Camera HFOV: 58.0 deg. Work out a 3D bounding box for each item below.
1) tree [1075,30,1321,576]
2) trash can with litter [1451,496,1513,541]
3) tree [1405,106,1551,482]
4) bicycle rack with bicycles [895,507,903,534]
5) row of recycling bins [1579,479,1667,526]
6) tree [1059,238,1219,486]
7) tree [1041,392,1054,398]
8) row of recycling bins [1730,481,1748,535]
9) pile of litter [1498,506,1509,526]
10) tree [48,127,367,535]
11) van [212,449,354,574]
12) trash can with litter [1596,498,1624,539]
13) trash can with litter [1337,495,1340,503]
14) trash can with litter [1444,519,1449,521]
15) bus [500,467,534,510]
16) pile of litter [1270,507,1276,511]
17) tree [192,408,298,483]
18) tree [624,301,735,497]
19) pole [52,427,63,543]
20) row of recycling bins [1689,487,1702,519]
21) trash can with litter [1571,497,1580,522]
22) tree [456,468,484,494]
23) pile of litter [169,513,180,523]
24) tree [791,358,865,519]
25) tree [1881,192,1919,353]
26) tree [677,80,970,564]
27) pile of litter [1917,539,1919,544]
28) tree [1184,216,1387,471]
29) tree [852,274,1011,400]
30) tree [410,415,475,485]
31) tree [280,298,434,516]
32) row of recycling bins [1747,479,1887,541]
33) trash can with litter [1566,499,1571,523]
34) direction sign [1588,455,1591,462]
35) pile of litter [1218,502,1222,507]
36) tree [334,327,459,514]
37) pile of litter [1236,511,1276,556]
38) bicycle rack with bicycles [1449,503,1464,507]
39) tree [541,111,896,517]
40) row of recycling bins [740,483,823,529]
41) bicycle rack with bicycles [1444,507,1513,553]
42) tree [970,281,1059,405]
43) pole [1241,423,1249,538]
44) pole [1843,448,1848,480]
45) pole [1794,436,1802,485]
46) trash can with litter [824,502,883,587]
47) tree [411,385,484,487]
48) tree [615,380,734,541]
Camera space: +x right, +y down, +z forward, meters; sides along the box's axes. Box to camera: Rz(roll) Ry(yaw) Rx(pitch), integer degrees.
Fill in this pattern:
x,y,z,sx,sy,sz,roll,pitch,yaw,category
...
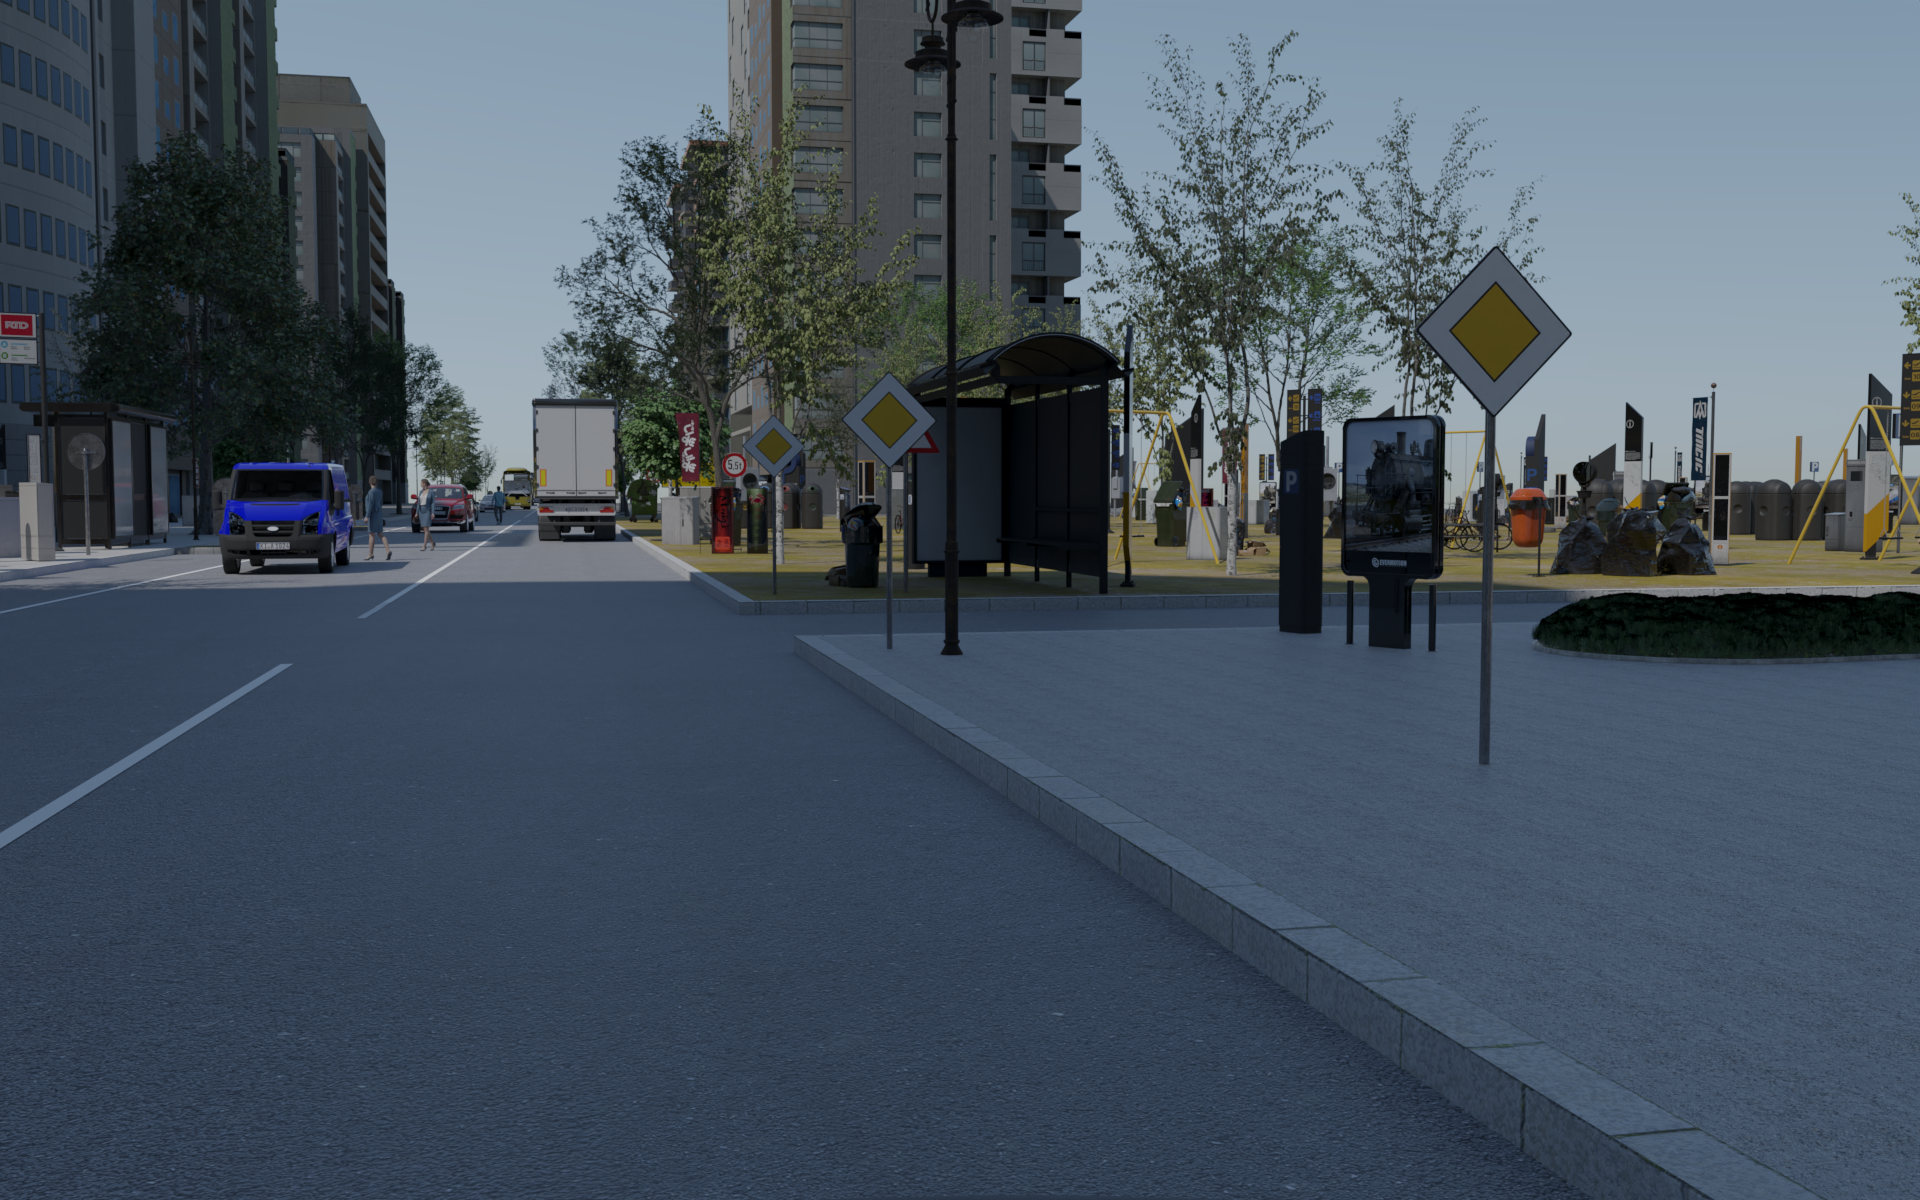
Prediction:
x,y,z,sx,sy,sz,roll,pitch,yaw,category
4.045,-4.687,26.994,4.360,8.622,3.978,0,3,0,tree
14.986,-2.249,47.821,2.233,1.210,1.678,0,4,-6,trash can with litter
8.902,-5.053,32.975,4.360,8.622,3.978,0,3,0,tree
-0.683,-2.531,54.767,2.852,0.926,2.925,-1,4,-14,bicycle rack with bicycles
18.538,-2.505,48.075,3.534,1.692,1.069,-2,4,-34,row of recycling bins
5.586,-6.039,49.100,4.737,8.622,4.395,0,3,0,tree
5.449,-7.378,70.994,4.360,8.622,3.978,0,3,0,tree
25.307,-2.968,55.634,1.069,1.692,3.534,3,4,37,row of recycling bins
22.157,-3.371,69.080,1.719,0.858,1.176,-1,4,-16,pile of litter
-23.713,-8.408,54.482,9.611,12.733,9.660,0,3,0,tree
-12.762,-1.748,32.962,2.240,2.365,5.245,-1,4,-15,van
16.167,-1.954,43.330,0.624,1.170,1.055,3,5,41,trash can with litter
22.101,-5.439,99.985,2.233,1.210,1.678,-2,4,-28,trash can with litter
23.603,-4.385,82.757,2.233,1.210,1.678,3,5,39,trash can with litter
-41.295,-10.388,161.397,2.896,3.916,12.252,-1,4,-15,bus
10.491,-2.586,56.248,1.176,0.858,1.719,3,5,42,pile of litter
-25.969,-4.863,63.220,4.285,4.588,4.351,0,3,0,tree
-10.949,-7.078,66.081,4.360,8.622,3.978,0,3,0,tree
-23.722,-3.162,45.537,0.158,3.312,0.155,0,3,0,pole
38.394,-5.028,89.317,3.534,1.692,1.069,-2,4,-25,row of recycling bins
26.541,-3.773,73.078,1.055,1.170,0.624,0,4,-8,trash can with litter
-58.904,-13.744,208.435,4.285,4.588,4.351,0,3,0,tree
-35.729,-3.879,77.383,1.719,0.858,1.176,-3,5,-41,pile of litter
-6.327,-8.429,88.183,4.360,8.622,3.978,0,3,0,tree
22.937,-5.425,39.064,4.737,8.622,4.395,0,3,0,tree
-3.097,-4.954,31.355,4.737,8.622,4.395,0,3,0,tree
24.925,-1.829,43.876,1.176,0.858,1.719,2,4,24,pile of litter
12.316,-8.576,65.965,9.928,11.665,9.643,0,3,0,tree
-1.301,-9.566,82.157,9.928,11.665,9.643,0,3,0,tree
-48.237,-12.792,159.517,4.737,8.622,4.395,0,3,0,tree
-29.397,-9.020,81.896,7.601,10.594,8.767,0,4,-3,tree
23.840,-2.492,47.853,3.534,1.692,1.069,0,4,-2,row of recycling bins
27.418,-4.070,77.928,0.624,1.170,1.055,-1,4,-21,trash can with litter
36.719,-6.672,101.081,0.379,3.537,0.876,2,4,27,direction sign
14.273,-5.070,96.860,1.719,0.858,1.176,3,5,41,pile of litter
-35.696,-11.229,109.350,9.928,11.665,9.643,0,3,0,tree
6.049,-1.379,36.512,1.176,0.858,1.719,3,5,44,pile of litter
21.719,-3.706,73.969,2.852,0.926,2.925,2,4,35,bicycle rack with bicycles
-5.729,-6.560,41.661,8.767,10.594,7.601,0,4,-4,tree
-6.746,-3.483,64.064,3.534,1.692,1.069,1,4,14,row of recycling bins
10.985,-1.570,39.051,2.925,0.926,2.852,1,4,16,bicycle rack with bicycles
1.012,-6.648,59.061,4.737,8.622,4.395,0,3,0,tree
8.223,-3.436,50.025,0.158,3.312,0.155,0,3,0,pole
39.537,-5.110,77.391,0.158,3.312,0.155,0,3,0,pole
29.369,-4.090,60.711,0.158,3.312,0.155,0,3,0,pole
-1.527,-0.770,23.977,0.624,1.170,1.055,-3,4,-37,trash can with litter
-53.284,-16.037,180.324,7.486,12.596,7.792,0,3,0,tree
-7.849,-3.917,47.752,4.285,4.588,4.351,0,3,0,tree
